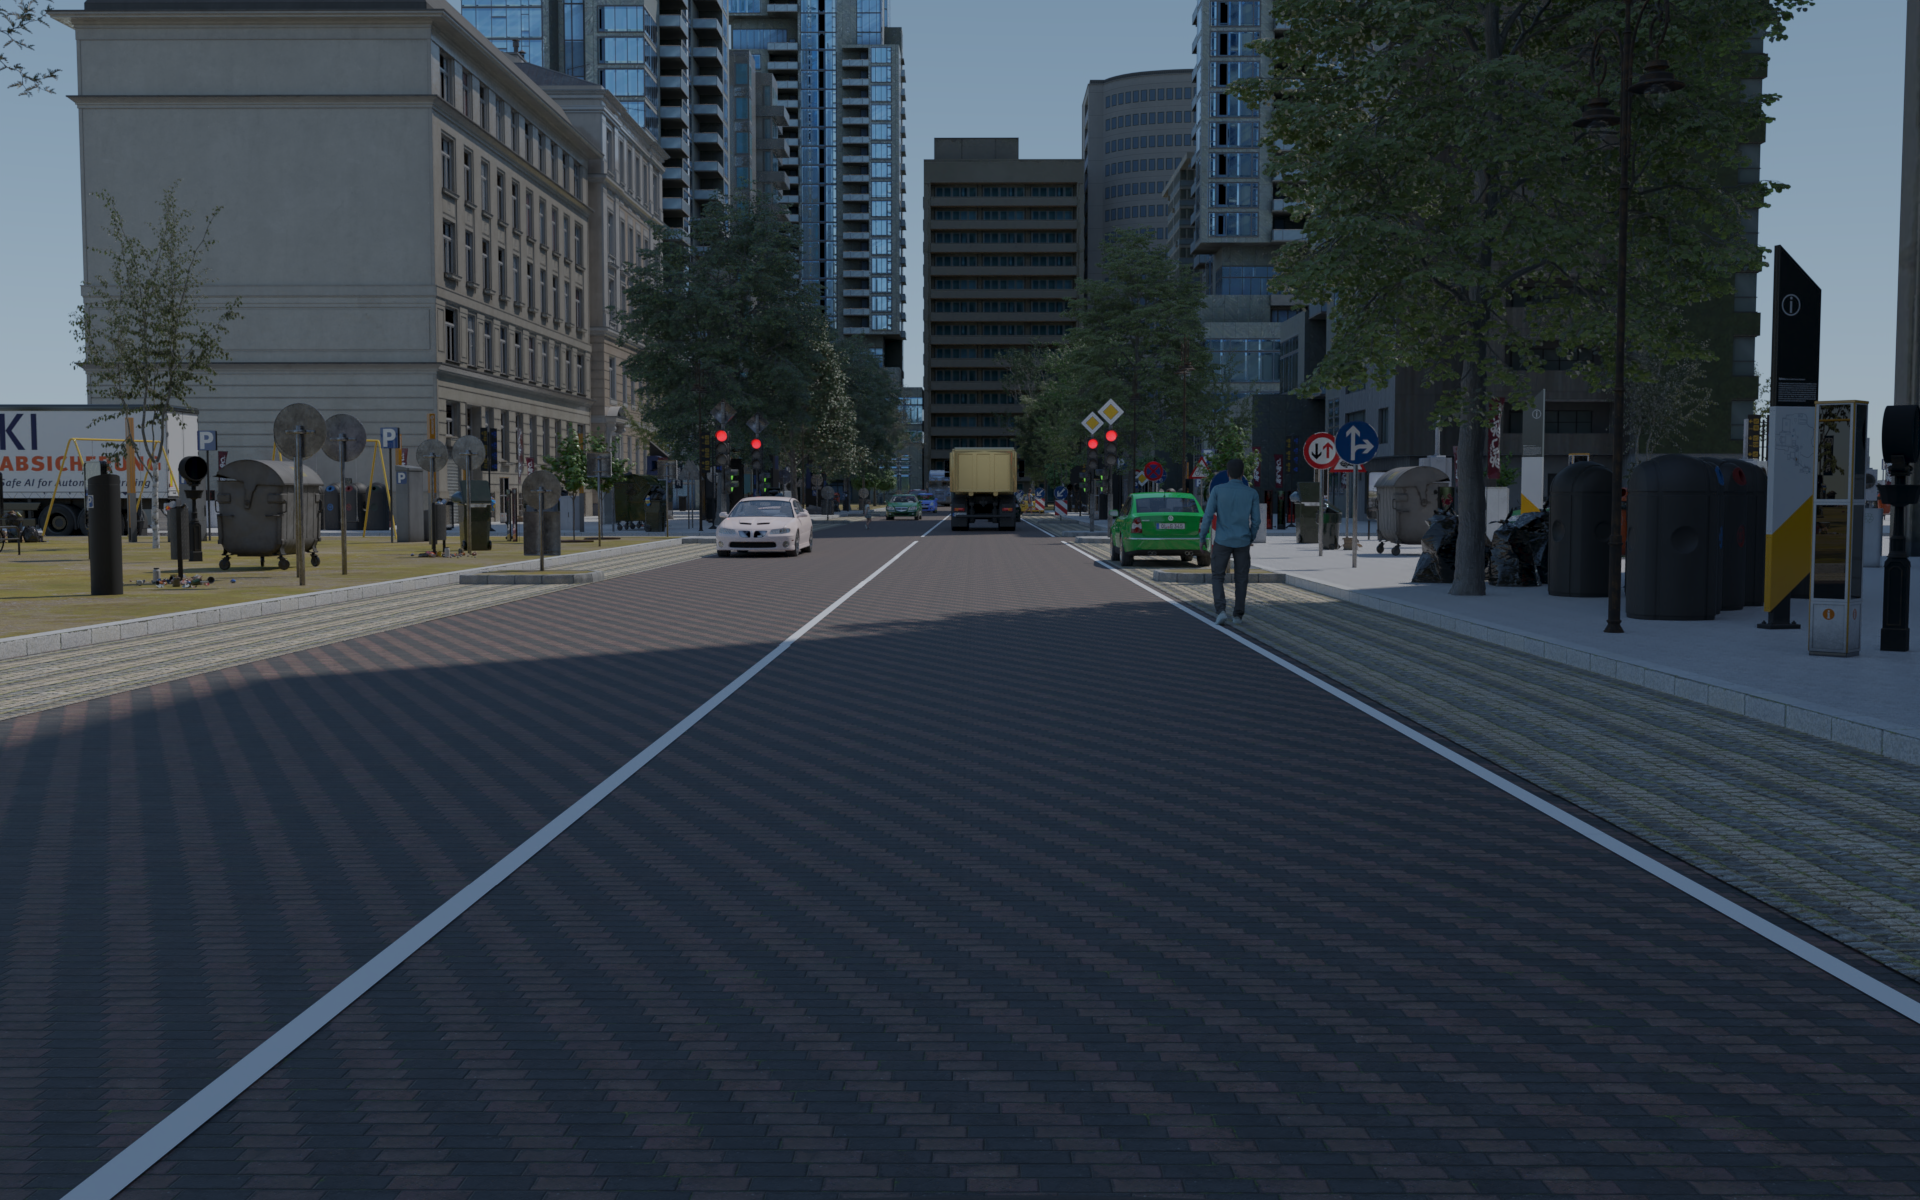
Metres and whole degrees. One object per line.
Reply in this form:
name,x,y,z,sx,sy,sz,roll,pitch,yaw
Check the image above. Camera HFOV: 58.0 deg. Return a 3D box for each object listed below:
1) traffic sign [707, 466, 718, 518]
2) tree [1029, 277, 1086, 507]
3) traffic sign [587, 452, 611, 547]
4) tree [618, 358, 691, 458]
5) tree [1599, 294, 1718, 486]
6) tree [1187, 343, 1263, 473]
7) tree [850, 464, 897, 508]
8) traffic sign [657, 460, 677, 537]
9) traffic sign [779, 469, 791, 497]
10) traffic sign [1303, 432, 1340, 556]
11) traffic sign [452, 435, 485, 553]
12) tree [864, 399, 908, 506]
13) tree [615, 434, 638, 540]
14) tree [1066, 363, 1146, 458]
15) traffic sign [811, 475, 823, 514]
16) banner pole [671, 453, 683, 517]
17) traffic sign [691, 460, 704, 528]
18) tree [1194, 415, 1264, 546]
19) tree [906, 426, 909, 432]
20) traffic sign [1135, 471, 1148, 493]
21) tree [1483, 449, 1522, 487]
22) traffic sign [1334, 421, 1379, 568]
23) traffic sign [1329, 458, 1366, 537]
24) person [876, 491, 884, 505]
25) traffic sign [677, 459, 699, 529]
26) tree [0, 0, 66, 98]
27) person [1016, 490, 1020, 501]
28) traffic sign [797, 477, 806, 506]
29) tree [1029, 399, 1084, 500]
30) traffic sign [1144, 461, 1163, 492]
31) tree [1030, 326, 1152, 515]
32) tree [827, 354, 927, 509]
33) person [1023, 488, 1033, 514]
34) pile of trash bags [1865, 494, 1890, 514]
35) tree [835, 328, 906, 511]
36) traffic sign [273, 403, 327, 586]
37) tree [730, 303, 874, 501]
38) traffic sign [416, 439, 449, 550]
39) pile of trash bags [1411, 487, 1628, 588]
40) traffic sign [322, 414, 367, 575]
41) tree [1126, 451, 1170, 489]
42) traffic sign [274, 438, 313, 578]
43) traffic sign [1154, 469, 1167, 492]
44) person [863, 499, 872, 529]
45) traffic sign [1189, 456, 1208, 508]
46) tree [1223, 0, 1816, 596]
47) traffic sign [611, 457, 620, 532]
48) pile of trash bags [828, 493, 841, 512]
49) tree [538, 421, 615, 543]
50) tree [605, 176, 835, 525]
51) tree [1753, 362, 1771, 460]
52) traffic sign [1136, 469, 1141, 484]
traffic sign,-11.211,-4.836,79.167,0.768,2.556,0.104,1,4,9
tree,7.658,-9.498,73.412,7.486,12.596,7.792,0,3,0
traffic sign,-8.798,-2.453,42.230,0.606,2.300,0.079,0,4,5
tree,-15.752,-8.673,92.163,4.737,8.622,4.395,0,3,0
tree,25.855,-7.010,64.969,4.360,8.622,3.978,0,3,0
tree,12.751,-8.255,85.330,4.737,8.622,4.395,0,3,0
tree,-8.937,-10.896,161.866,4.285,4.588,4.351,0,3,0
traffic sign,-8.790,-3.050,51.996,0.606,2.300,0.079,1,4,10
traffic sign,-9.114,-5.470,89.544,0.768,2.556,0.104,0,4,5
traffic sign,7.446,-2.176,35.676,0.768,2.556,0.104,0,4,7
traffic sign,-10.639,-2.286,37.488,0.768,2.556,0.104,1,4,9
tree,-9.001,-15.488,178.986,9.928,11.665,9.643,0,3,0
tree,-10.232,-3.325,48.965,1.663,3.219,1.824,0,3,0
tree,8.035,-8.877,95.499,4.360,8.622,3.978,0,3,0
traffic sign,-9.041,-6.689,109.468,0.768,2.556,0.104,1,4,9
banner pole,-15.893,-6.540,96.939,0.863,3.779,0.401,-2,4,-28
traffic sign,-10.115,-4.002,65.436,0.884,2.594,0.081,0,4,2
tree,6.593,-2.940,42.673,1.663,3.219,1.824,0,3,0
tree,-8.870,-13.902,133.960,9.857,13.997,8.962,0,3,0
traffic sign,8.858,-5.086,84.348,0.795,2.450,0.064,0,4,6
tree,20.364,-4.367,66.008,1.663,3.219,1.824,0,3,0
traffic sign,6.875,-1.835,30.110,0.768,2.556,0.104,0,4,1
traffic sign,9.422,-2.576,42.123,0.884,2.594,0.081,0,4,5
person,-9.787,-12.598,214.553,1.350,1.814,0.705,1,4,15
traffic sign,-10.000,-3.904,63.830,0.884,2.594,0.081,0,4,4
tree,-9.346,-6.149,10.912,12.009,13.543,11.850,0,3,0
person,4.534,-7.639,133.743,0.624,1.780,0.694,0,4,4
traffic sign,-11.637,-7.755,126.804,0.884,2.594,0.081,0,4,1
tree,7.369,-10.785,126.698,4.737,8.622,4.395,0,3,0
traffic sign,7.545,-4.128,67.600,0.768,2.556,0.104,1,4,9
tree,8.154,-11.041,106.272,9.928,11.665,9.643,0,3,0
tree,-8.449,-14.699,150.694,12.009,13.543,11.850,0,3,0
person,4.594,-6.514,115.092,0.778,1.811,0.616,1,4,10
pile of trash bags,36.890,-3.747,71.009,3.447,1.369,1.912,-2,4,-24
tree,-9.457,-12.902,117.597,9.857,13.997,8.962,0,3,0
traffic sign,-9.229,-1.475,24.229,0.768,2.556,0.104,0,4,4
tree,-9.812,-11.246,100.876,9.611,12.733,9.660,0,3,0
traffic sign,-12.191,-2.441,40.011,0.768,2.556,0.104,0,4,4
pile of trash bags,8.101,-0.908,24.591,1.912,1.369,3.447,-3,4,-39
traffic sign,-9.792,-1.674,27.482,0.768,2.556,0.104,0,4,3
tree,14.151,-8.958,130.171,4.285,4.588,4.351,0,3,0
traffic sign,-10.147,-1.616,26.522,0.768,2.556,0.104,0,4,7
traffic sign,9.402,-5.012,82.051,0.768,2.556,0.104,0,4,7
person,-3.814,-3.483,70.460,0.382,1.210,0.505,-2,4,-29
traffic sign,8.336,-3.656,59.772,0.884,2.594,0.081,1,4,10
tree,6.807,-6.349,21.933,7.486,12.596,7.792,0,3,0
traffic sign,-11.812,-3.599,58.950,0.768,2.556,0.104,0,4,6
pile of trash bags,-9.431,-7.023,124.574,1.912,1.369,3.447,1,4,18
tree,-10.409,-3.145,46.027,1.663,3.219,1.824,0,3,0
tree,-9.821,-10.058,71.109,9.857,13.997,8.962,0,3,0
tree,34.523,-7.767,77.353,4.737,8.622,4.395,0,3,0
traffic sign,9.035,-5.431,88.896,0.768,2.556,0.104,1,4,8
